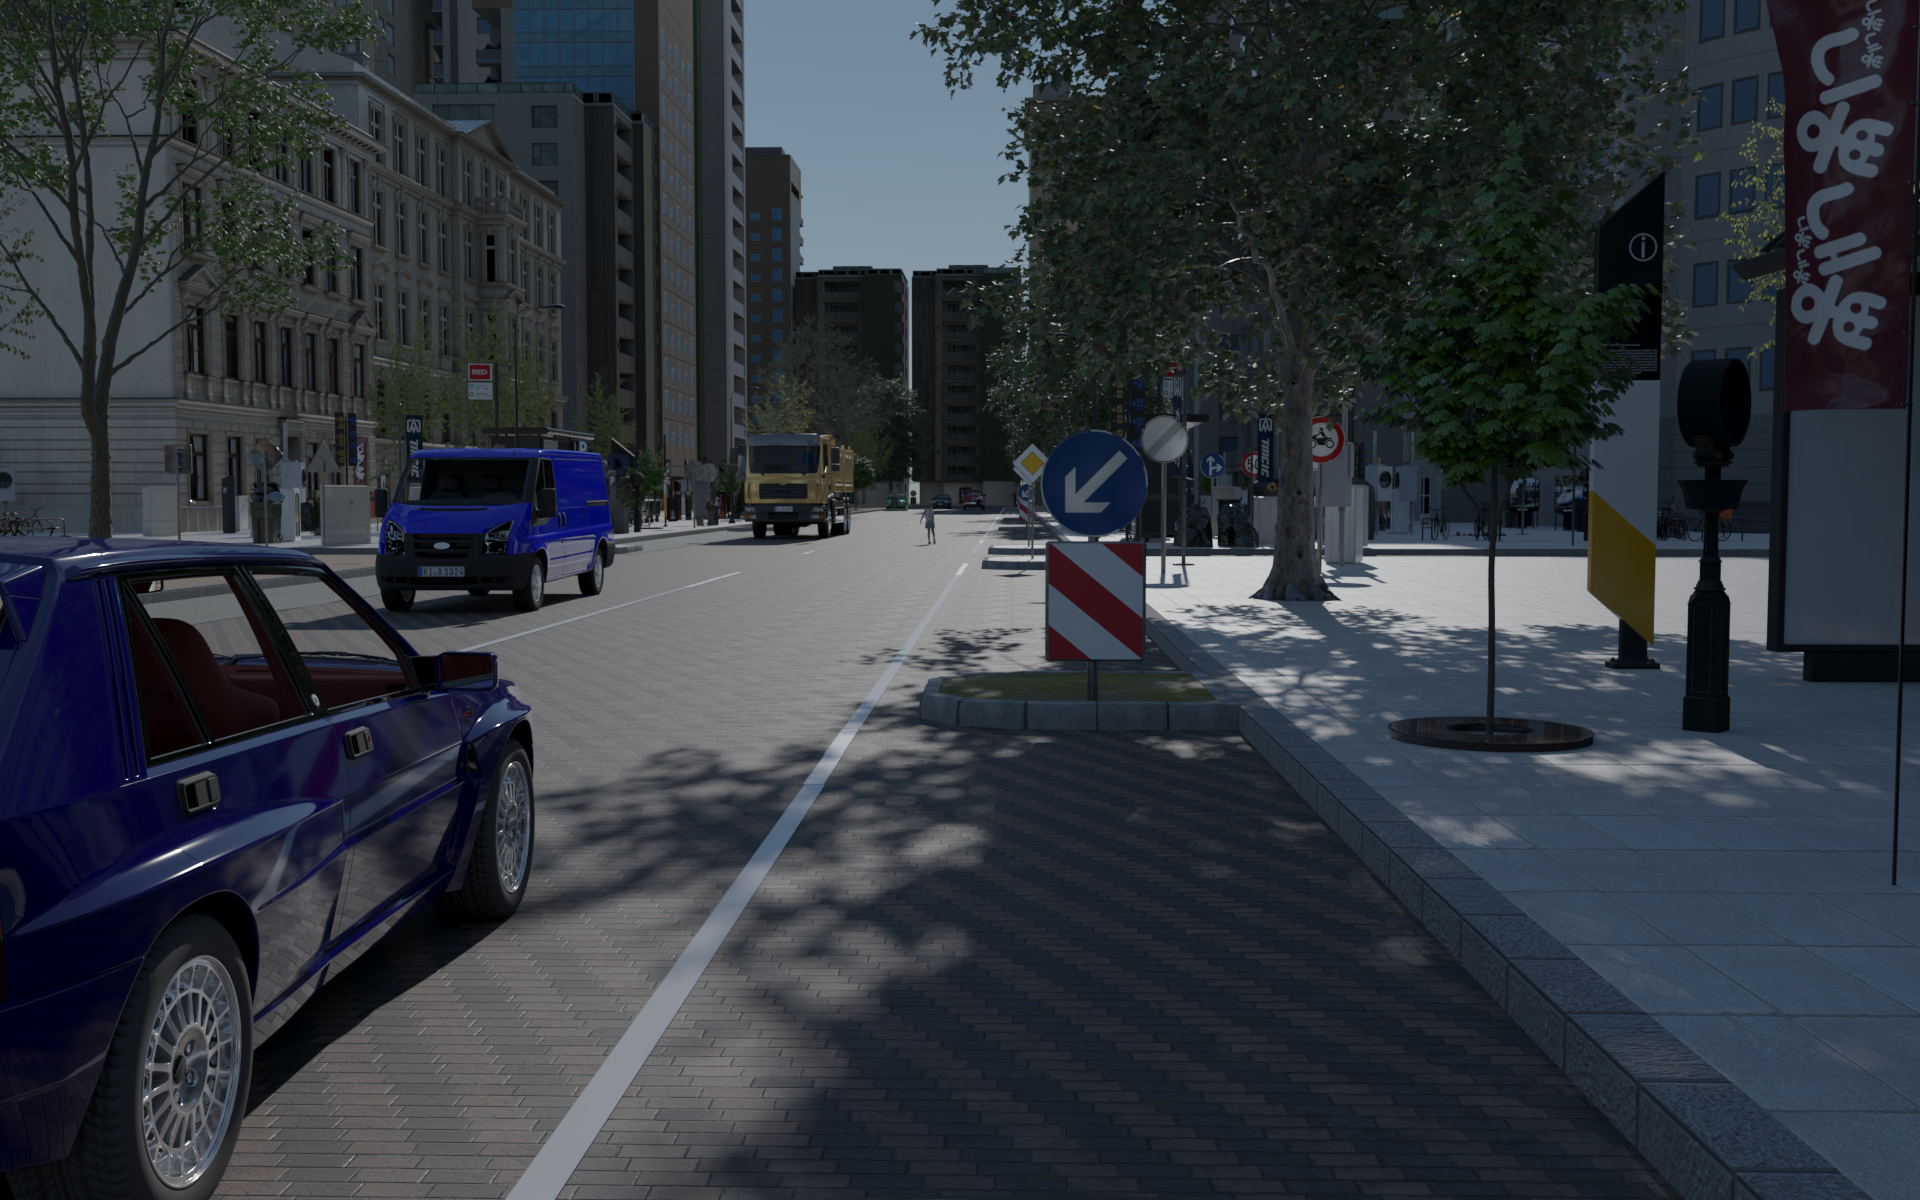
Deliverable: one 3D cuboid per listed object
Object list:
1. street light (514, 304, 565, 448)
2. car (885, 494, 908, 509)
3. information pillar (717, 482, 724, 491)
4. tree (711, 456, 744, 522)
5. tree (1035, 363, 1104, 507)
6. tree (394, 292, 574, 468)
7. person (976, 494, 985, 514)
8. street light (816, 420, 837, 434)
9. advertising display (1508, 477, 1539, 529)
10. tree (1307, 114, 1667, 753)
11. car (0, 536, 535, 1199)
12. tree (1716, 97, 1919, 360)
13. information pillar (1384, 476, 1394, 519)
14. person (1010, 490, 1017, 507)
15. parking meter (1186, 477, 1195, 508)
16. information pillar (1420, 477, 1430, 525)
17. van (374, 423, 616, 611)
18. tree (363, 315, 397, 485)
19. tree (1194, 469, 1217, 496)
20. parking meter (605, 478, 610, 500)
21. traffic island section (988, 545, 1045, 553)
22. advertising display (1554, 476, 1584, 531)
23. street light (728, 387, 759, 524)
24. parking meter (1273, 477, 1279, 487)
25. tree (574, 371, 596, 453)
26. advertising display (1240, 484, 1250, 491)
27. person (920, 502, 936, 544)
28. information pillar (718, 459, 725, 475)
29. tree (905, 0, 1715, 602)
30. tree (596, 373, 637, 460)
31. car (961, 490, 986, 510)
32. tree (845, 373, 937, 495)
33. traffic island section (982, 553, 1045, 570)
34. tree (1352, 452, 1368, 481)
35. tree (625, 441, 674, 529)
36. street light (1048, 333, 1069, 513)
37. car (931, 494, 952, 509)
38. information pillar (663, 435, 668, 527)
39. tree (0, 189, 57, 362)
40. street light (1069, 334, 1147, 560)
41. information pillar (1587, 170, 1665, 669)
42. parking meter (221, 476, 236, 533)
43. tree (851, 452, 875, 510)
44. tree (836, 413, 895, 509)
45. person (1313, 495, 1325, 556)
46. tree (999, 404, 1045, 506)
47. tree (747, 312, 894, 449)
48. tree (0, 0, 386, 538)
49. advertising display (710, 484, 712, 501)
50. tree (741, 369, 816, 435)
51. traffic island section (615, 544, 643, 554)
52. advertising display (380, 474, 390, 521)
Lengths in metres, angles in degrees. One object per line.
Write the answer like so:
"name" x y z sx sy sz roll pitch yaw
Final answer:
"street light" -10.348 -4.280 42.517 1.470 5.913 1.316 0 4 2
"car" -5.482 -8.663 150.442 1.959 1.807 4.718 0 4 1
"information pillar" -12.582 -5.303 91.193 0.304 2.012 0.304 2 4 33
"tree" -10.643 -5.287 81.040 1.663 3.219 1.824 0 3 0
"tree" 5.514 -8.494 89.238 4.737 8.622 4.395 0 3 0
"tree" -17.457 -6.944 63.890 4.737 8.622 4.395 0 3 0
"person" 1.426 -6.732 121.751 0.628 1.438 0.799 0 4 1
"street light" -8.382 -8.285 108.007 1.470 5.913 1.316 0 4 2
"advertising display" 20.786 -3.599 64.062 0.974 1.923 0.123 0 4 5
"tree" 2.807 -0.873 8.870 1.663 3.219 1.824 0 3 0
"car" -2.355 0.483 4.690 1.945 1.354 3.894 0 4 0
"tree" 15.144 -4.868 29.955 4.360 8.622 3.978 0 3 0
"information pillar" 17.348 -4.010 70.051 0.304 2.012 0.304 -3 5 -43
"person" 6.099 -11.153 190.812 1.348 1.831 0.705 -2 4 -27
"parking meter" 7.639 -3.203 58.086 0.399 1.863 0.255 3 5 40
"information pillar" 19.617 -4.191 73.010 0.304 2.012 0.304 0 4 -8
"van" -6.074 -1.136 22.966 2.240 2.365 5.245 0 4 1
"tree" -21.905 -7.248 68.872 4.737 8.622 4.395 0 3 0
"tree" 15.660 -7.001 109.074 1.663 3.219 1.824 0 3 0
"parking meter" -11.350 -3.015 55.010 0.255 1.863 0.399 3 5 44
"traffic island section" 1.699 -1.220 42.227 2.009 0.180 2.903 0 4 2
"advertising display" 21.252 -3.377 60.434 0.974 1.923 0.123 1 4 14
"street light" -9.394 -6.283 75.263 1.470 5.913 1.316 0 4 2
"parking meter" 10.029 -3.051 55.603 0.255 1.863 0.399 -3 4 -36
"tree" -19.433 -7.696 76.198 4.737 8.622 4.395 0 3 0
"advertising display" 18.274 -6.436 110.443 0.974 1.923 0.123 3 5 44
"person" -0.914 -2.201 49.499 0.505 1.210 0.382 1 4 12
"information pillar" -15.924 -7.609 115.755 0.504 3.616 0.183 -3 5 -44
"tree" 4.156 -6.339 20.656 9.611 12.733 9.660 0 3 0
"tree" -21.094 -9.365 103.485 4.737 8.622 4.395 0 3 0
"car" 1.261 -9.200 159.093 2.281 1.827 5.304 0 3 0
"tree" -7.332 -16.778 180.979 9.857 13.997 8.962 0 3 0
"traffic island section" 1.451 -0.732 34.246 2.009 0.180 2.903 0 4 2
"tree" 21.804 -7.120 100.123 4.285 4.588 4.351 0 3 0
"tree" -11.556 -4.221 63.608 1.663 3.219 1.824 0 3 0
"street light" 3.362 -4.736 49.978 1.470 5.913 1.316 0 4 2
"car" -1.714 -9.412 163.672 2.009 1.686 4.222 0 4 3
"information pillar" -11.574 -4.685 67.949 0.183 3.616 0.504 -1 4 -8
"tree" -18.807 -4.943 31.186 4.360 8.622 3.978 0 3 0
"street light" 2.942 -3.744 33.752 1.470 5.913 1.316 0 4 2
"information pillar" 4.873 -1.303 12.656 0.504 3.616 0.183 0 4 1
"parking meter" -23.876 -3.108 56.529 0.399 1.863 0.255 2 4 32
"tree" -8.148 -9.321 136.114 4.285 4.588 4.351 0 3 0
"tree" -8.827 -12.356 152.384 4.737 8.622 4.395 0 3 0
"person" 7.575 -1.683 36.044 0.654 1.822 0.581 0 4 0
"tree" 8.882 -17.065 185.675 9.857 13.997 8.962 0 3 0
"tree" -9.323 -12.631 116.885 12.009 13.543 11.850 0 3 0
"tree" -11.929 -5.999 23.837 9.928 11.665 9.643 0 3 0
"advertising display" -15.552 -6.270 107.734 0.123 1.923 0.974 0 4 1
"tree" -10.439 -9.270 101.920 4.360 8.622 3.978 0 3 0
"traffic island section" -8.987 -1.241 42.564 2.009 0.180 2.903 0 4 2
"advertising display" -18.347 -3.063 55.291 0.123 1.923 0.974 -2 4 -27
